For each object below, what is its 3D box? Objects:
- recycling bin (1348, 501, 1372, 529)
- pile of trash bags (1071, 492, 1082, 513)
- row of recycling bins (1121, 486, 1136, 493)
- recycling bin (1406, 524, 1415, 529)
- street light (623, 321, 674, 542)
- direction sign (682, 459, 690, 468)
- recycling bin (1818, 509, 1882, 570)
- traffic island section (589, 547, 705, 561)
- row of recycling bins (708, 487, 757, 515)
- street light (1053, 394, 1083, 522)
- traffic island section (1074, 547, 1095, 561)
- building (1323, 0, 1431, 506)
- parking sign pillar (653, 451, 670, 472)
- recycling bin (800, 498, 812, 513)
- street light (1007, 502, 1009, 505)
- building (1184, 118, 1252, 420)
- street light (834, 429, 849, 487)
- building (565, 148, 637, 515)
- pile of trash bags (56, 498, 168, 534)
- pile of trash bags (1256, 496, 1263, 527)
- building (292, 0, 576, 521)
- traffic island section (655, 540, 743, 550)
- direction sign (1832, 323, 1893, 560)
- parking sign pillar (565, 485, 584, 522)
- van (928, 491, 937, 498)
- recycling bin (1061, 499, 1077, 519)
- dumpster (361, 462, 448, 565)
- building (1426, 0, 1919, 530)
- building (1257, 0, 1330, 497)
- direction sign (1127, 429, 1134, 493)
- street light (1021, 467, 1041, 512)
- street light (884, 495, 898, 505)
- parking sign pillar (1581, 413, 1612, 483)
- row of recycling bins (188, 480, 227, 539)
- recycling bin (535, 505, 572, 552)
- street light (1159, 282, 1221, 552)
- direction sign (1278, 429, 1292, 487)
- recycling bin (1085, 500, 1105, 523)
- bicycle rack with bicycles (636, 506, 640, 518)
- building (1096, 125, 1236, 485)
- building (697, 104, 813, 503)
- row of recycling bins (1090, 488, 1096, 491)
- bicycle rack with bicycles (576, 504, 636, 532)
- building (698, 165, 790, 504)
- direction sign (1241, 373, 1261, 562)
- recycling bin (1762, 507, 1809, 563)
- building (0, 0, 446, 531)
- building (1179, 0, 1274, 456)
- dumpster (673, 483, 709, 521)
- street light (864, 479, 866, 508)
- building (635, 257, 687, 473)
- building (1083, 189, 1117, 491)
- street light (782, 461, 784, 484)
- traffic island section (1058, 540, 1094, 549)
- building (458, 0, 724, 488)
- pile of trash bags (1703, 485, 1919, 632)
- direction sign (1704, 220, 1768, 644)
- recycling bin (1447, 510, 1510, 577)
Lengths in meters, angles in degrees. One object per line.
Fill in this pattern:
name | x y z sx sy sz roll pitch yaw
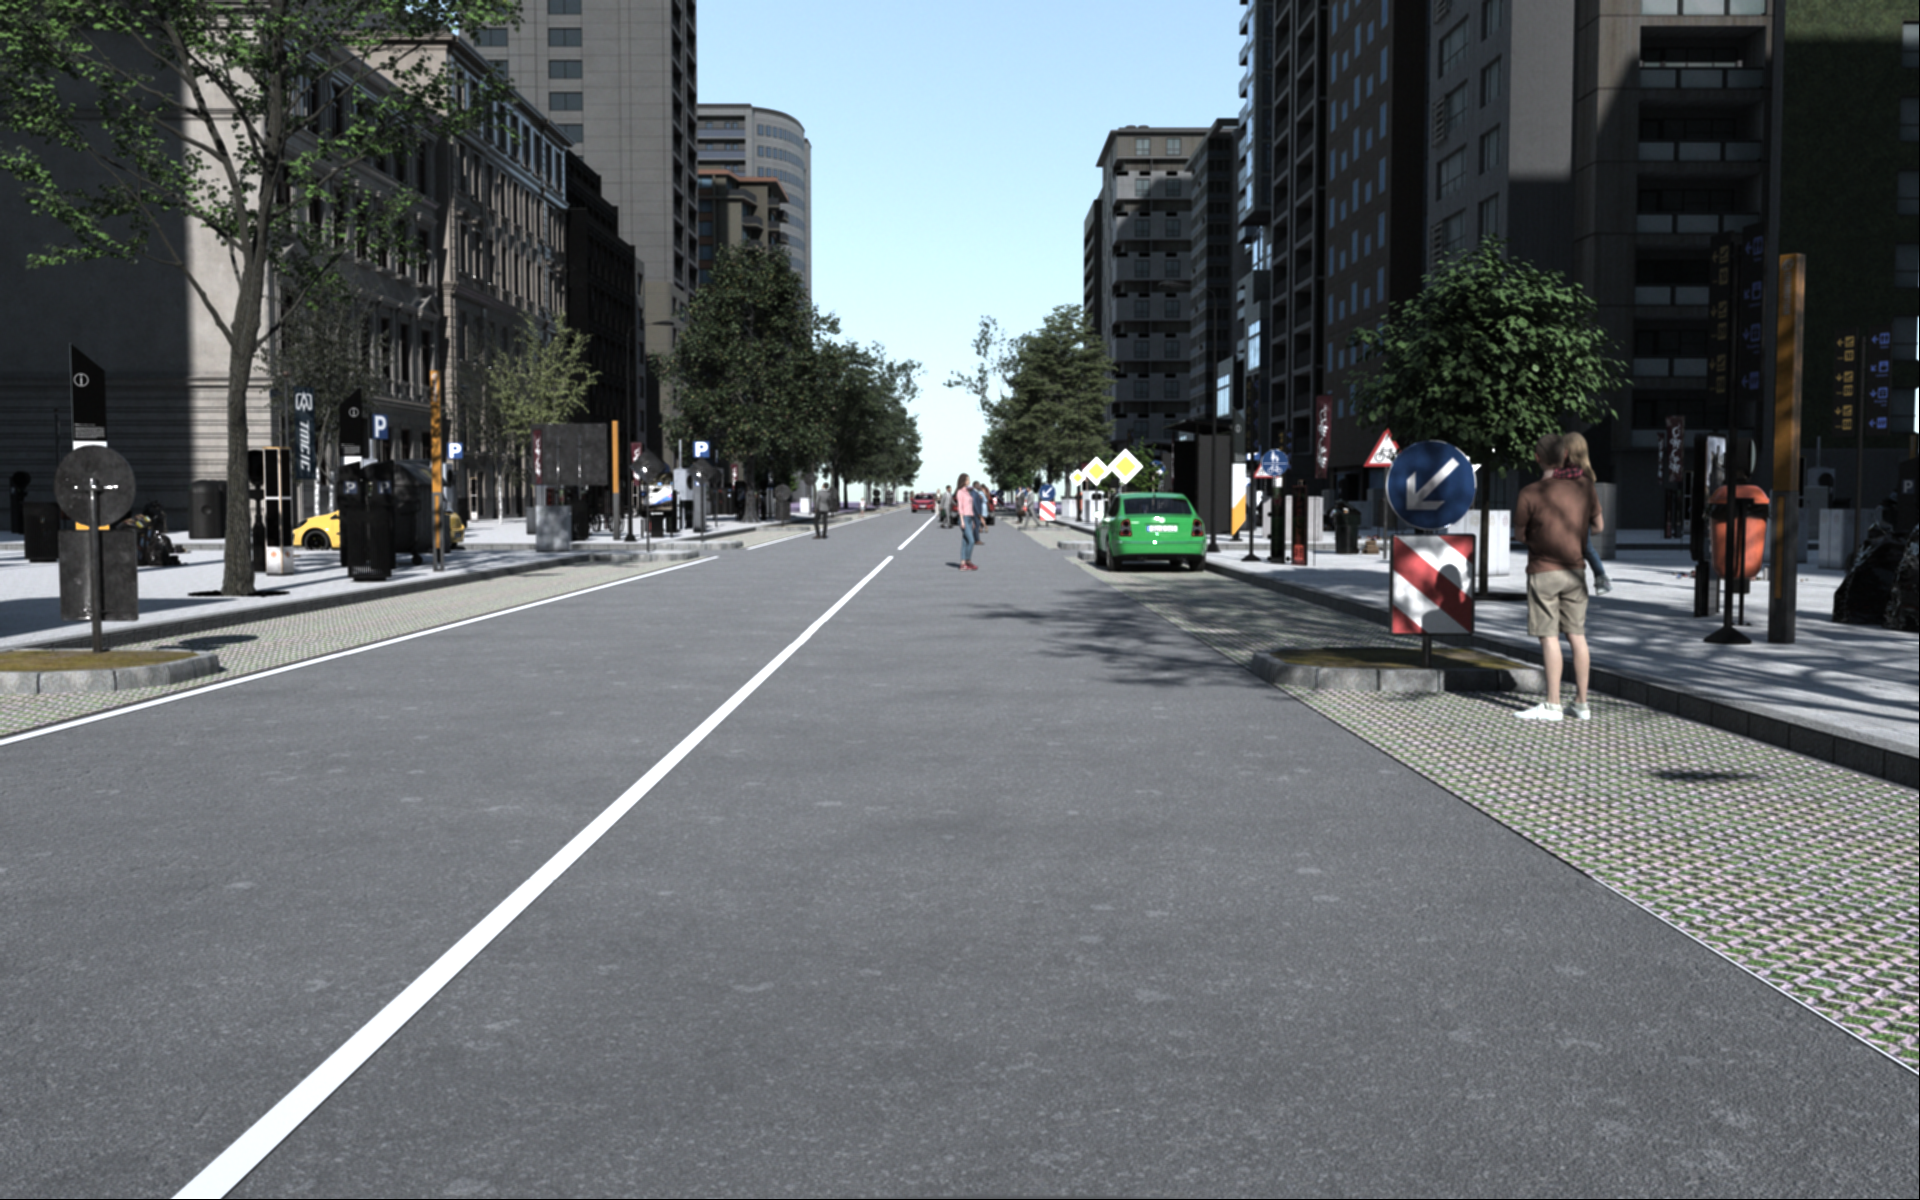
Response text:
recycling bin | 14.576 -3.094 63.140 0.722 1.027 0.722 2 4 26
pile of trash bags | 8.111 -6.600 117.661 1.912 1.369 3.447 0 4 -6
row of recycling bins | 8.594 -5.139 91.132 1.069 1.692 3.534 1 4 20
recycling bin | 16.577 -3.153 64.109 0.722 1.027 0.722 2 4 23
street light | -8.350 -4.526 46.534 1.470 5.913 1.316 0 3 0
direction sign | -13.644 -5.746 85.949 0.379 3.537 0.876 -3 4 -39
recycling bin | 15.210 -1.043 29.603 0.722 1.027 0.722 0 4 -5
traffic island section | -6.887 -0.970 38.147 2.009 0.180 2.903 0 3 0
row of recycling bins | -14.529 -6.367 111.217 3.534 1.692 1.069 -3 5 -39
street light | 4.988 -6.588 80.253 1.470 5.913 1.316 0 3 0
traffic island section | 3.655 -0.971 38.150 2.009 0.180 2.903 0 3 0
building | 26.394 -26.597 84.980 14.600 45.320 14.200 0 3 0
parking sign pillar | -18.673 -7.345 108.566 1.447 3.967 1.447 2 4 29
recycling bin | -10.216 -6.249 114.730 0.722 1.027 0.722 0 4 -1
street light | 5.050 -11.306 157.391 1.470 5.913 1.316 0 3 0
building | 35.850 -29.304 170.996 32.217 40.220 23.993 0 3 0
street light | -8.331 -9.168 122.445 1.470 5.913 1.316 0 3 0
building | -28.786 -17.340 113.191 12.332 23.373 15.834 0 3 0
pile of trash bags | -27.511 -2.847 56.299 3.447 1.369 1.912 -1 4 -12
pile of trash bags | 11.985 -3.602 68.643 3.447 1.369 1.912 1 4 22
building | -29.348 -18.066 92.639 12.463 27.353 25.104 0 3 0
traffic island section | -6.892 -1.459 46.132 2.009 0.180 2.903 0 3 0
direction sign | 12.172 -1.923 23.433 0.379 3.537 0.876 -1 4 -23
parking sign pillar | -17.514 -5.521 78.747 1.447 3.967 1.447 1 4 12
van | -4.391 -16.331 274.027 2.013 2.044 4.112 0 4 2
recycling bin | 5.817 -4.802 91.068 0.722 1.027 0.722 -3 5 -40
dumpster | -10.274 -1.592 31.788 1.264 1.857 1.865 0 3 0
building | 26.856 -23.435 66.760 14.086 41.232 14.154 0 3 0
building | 29.704 -41.058 109.550 20.563 71.187 20.611 0 3 0
direction sign | 5.951 -4.184 60.410 0.379 3.537 0.876 0 4 -8
street light | 5.042 -9.073 120.890 1.470 5.913 1.316 0 3 0
street light | -8.370 -14.263 205.747 1.470 5.913 1.316 0 3 0
parking sign pillar | 20.989 -4.237 57.748 1.447 3.967 1.447 -1 4 -12
row of recycling bins | -21.855 -2.679 50.917 1.069 1.692 3.534 -1 4 -11
recycling bin | -9.062 -1.596 38.655 0.722 1.027 0.722 0 4 -7
street light | 5.041 -4.005 38.023 1.470 5.913 1.316 0 3 0
direction sign | 11.368 -4.198 60.629 0.379 3.537 0.876 -1 4 -21
recycling bin | 5.961 -3.906 76.412 0.722 1.027 0.722 -1 4 -14
bicycle rack with bicycles | -18.214 -4.926 93.920 2.925 0.926 2.852 0 4 -5
building | 34.466 -40.070 244.390 28.713 52.752 27.495 0 3 0
building | -34.054 -44.020 261.724 21.231 58.520 28.212 0 3 0
row of recycling bins | 8.158 -5.804 102.013 1.069 1.692 3.534 0 4 -1
bicycle rack with bicycles | -12.768 -2.762 58.534 2.852 0.926 2.925 -1 4 -23
building | -34.635 -35.377 233.039 22.147 44.769 28.867 0 3 0
direction sign | 5.567 -2.508 33.005 0.379 3.537 0.876 0 4 -6
recycling bin | 15.372 -1.218 32.463 0.722 1.027 0.722 0 4 -4
building | -29.032 -14.281 69.652 11.583 22.565 21.152 0 3 0
building | 31.210 -50.669 141.101 22.319 86.520 31.000 0 3 0
dumpster | -10.204 -3.785 64.378 1.502 2.255 1.985 0 3 0
street light | -8.381 -11.634 162.751 1.470 5.913 1.316 0 3 0
building | -37.398 -17.779 135.729 27.650 21.520 28.899 0 3 0
building | 30.588 -39.479 269.181 21.300 48.544 21.600 0 3 0
street light | -8.331 -6.991 86.840 1.470 5.913 1.316 0 3 0
traffic island section | 3.649 -1.459 46.135 2.009 0.180 2.903 0 3 0
building | -32.772 -44.078 158.925 20.563 71.187 20.611 0 3 0
pile of trash bags | 9.047 -0.430 16.778 3.447 1.369 1.912 1 4 13
direction sign | 6.630 -1.398 14.854 0.379 3.537 0.876 0 4 -5
recycling bin | 8.161 -0.900 27.277 0.722 1.027 0.722 -3 5 -39
